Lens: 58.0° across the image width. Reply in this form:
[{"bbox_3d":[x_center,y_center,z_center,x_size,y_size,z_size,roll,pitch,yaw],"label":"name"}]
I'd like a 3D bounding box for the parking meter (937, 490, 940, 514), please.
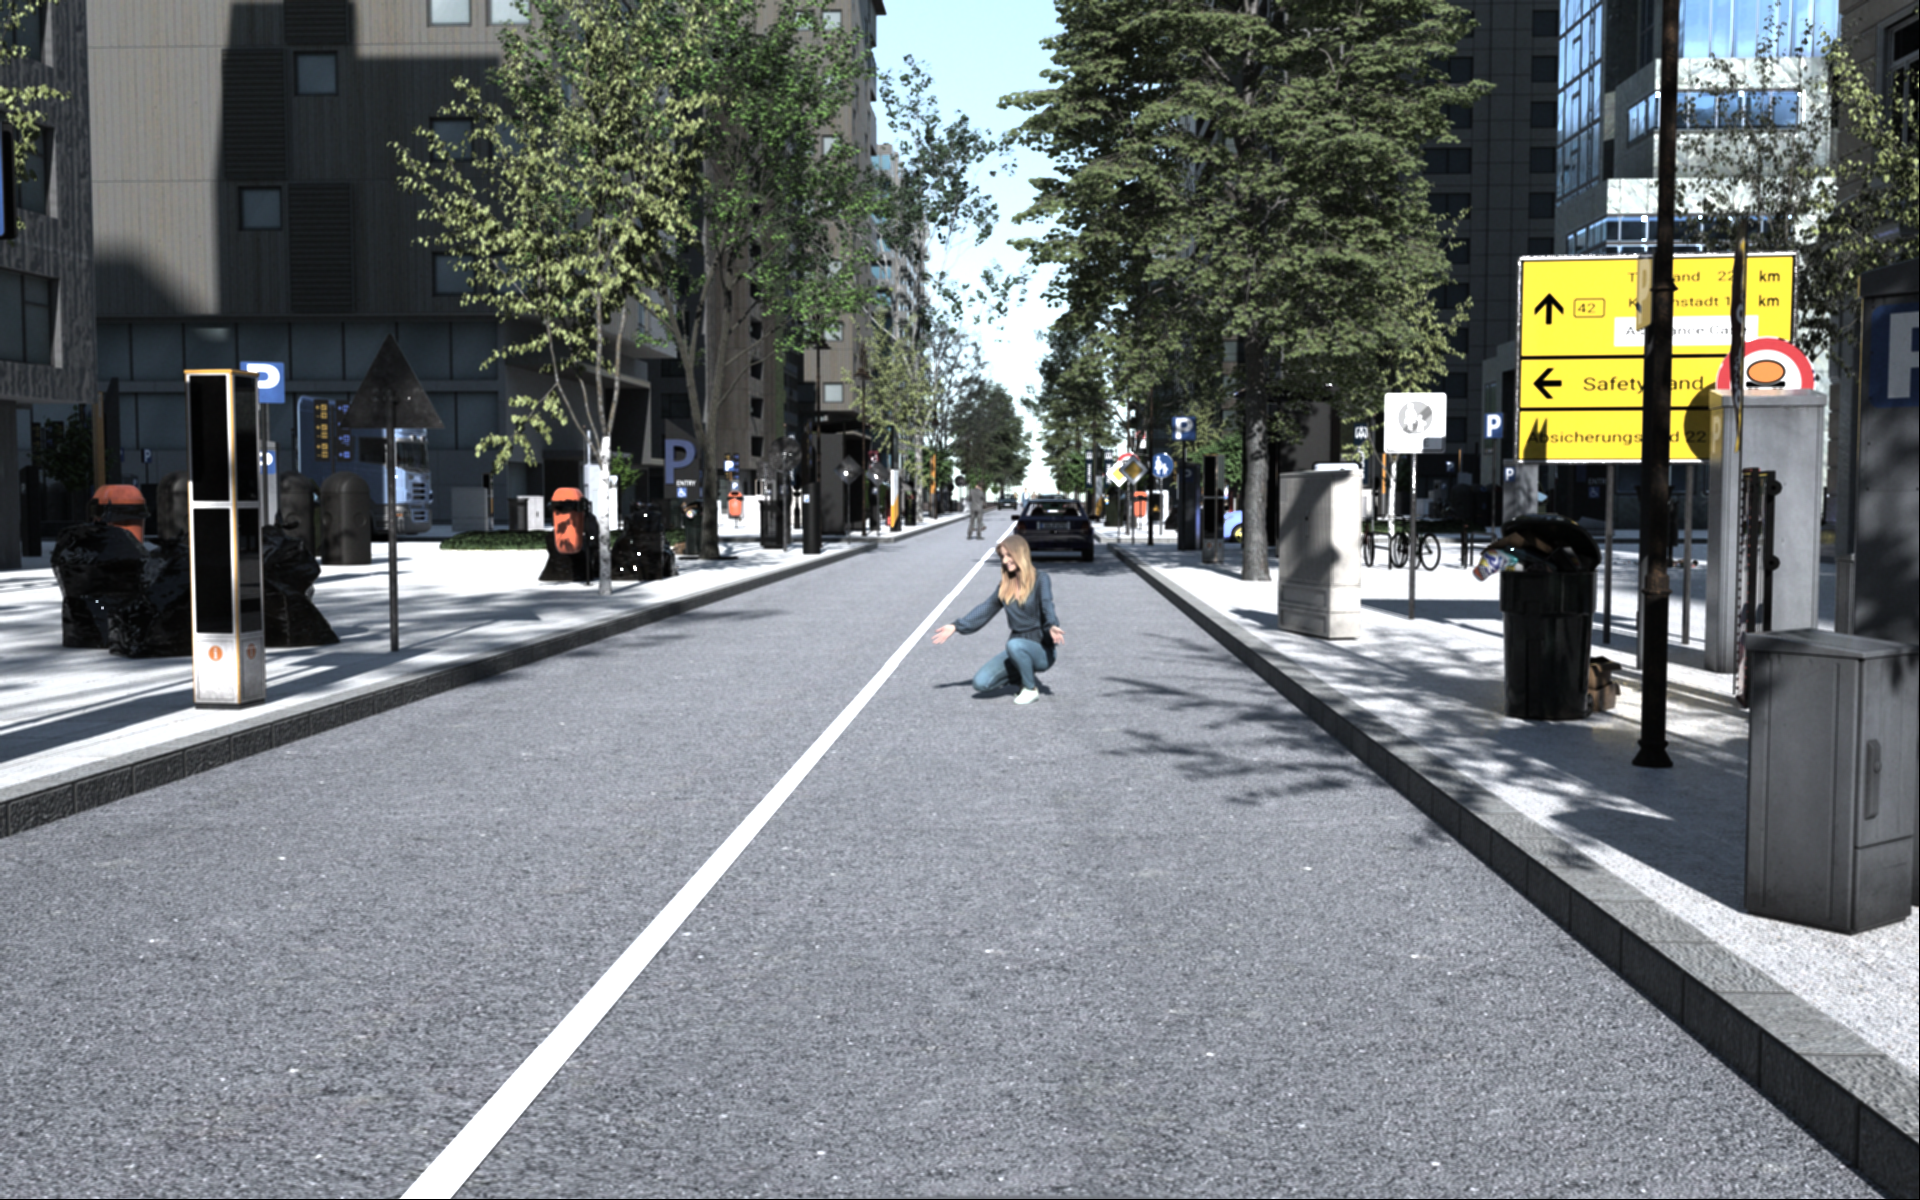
[{"bbox_3d":[-1.437,-6.146,108.900,0.372,1.533,0.369,0,3,0],"label":"parking meter"}]

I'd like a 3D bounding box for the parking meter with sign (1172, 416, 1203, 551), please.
[{"bbox_3d":[5.286,-2.657,39.708,0.543,3.016,1.738,1,4,18],"label":"parking meter with sign"}]

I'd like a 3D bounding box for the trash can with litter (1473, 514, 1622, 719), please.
[{"bbox_3d":[3.484,0.075,10.166,0.624,1.170,1.055,3,4,37],"label":"trash can with litter"}]

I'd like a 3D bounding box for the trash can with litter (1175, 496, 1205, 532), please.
[{"bbox_3d":[7.332,-2.656,54.815,1.055,1.170,0.624,2,4,23],"label":"trash can with litter"}]

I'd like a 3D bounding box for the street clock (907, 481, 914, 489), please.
[{"bbox_3d":[-2.714,-5.585,95.891,0.471,2.002,0.358,1,4,21],"label":"street clock"}]

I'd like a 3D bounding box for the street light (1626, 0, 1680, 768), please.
[{"bbox_3d":[3.277,-2.155,8.017,0.468,5.910,1.993,0,4,3],"label":"street light"}]

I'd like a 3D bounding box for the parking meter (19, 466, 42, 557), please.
[{"bbox_3d":[-19.122,-1.829,35.619,0.399,1.863,0.255,3,4,37],"label":"parking meter"}]

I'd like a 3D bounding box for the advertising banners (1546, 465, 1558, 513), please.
[{"bbox_3d":[17.581,-3.377,51.400,0.090,3.025,2.074,2,4,27],"label":"advertising banners"}]

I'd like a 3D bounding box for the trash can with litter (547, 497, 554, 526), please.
[{"bbox_3d":[-15.706,-3.481,68.309,1.055,1.170,0.624,-3,5,-44],"label":"trash can with litter"}]

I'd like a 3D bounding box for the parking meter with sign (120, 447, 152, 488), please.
[{"bbox_3d":[-32.000,-4.299,66.545,1.738,3.016,0.543,0,4,6],"label":"parking meter with sign"}]

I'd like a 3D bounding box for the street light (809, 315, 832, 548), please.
[{"bbox_3d":[-3.378,-4.196,41.394,0.468,5.910,1.993,0,4,3],"label":"street light"}]

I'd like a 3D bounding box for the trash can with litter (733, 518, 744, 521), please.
[{"bbox_3d":[-9.829,-4.343,82.061,2.233,1.210,1.678,-2,4,-26],"label":"trash can with litter"}]

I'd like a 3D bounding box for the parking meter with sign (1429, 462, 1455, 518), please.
[{"bbox_3d":[26.029,-5.966,93.808,0.543,3.016,1.738,-1,4,-19],"label":"parking meter with sign"}]

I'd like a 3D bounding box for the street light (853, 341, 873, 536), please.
[{"bbox_3d":[-2.916,-4.873,52.466,0.468,5.910,1.993,0,4,3],"label":"street light"}]

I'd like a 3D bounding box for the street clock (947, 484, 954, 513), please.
[{"bbox_3d":[-0.641,-7.089,120.481,0.358,2.002,0.471,3,5,45],"label":"street clock"}]

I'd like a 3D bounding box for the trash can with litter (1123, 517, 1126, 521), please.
[{"bbox_3d":[7.758,-4.391,83.182,0.624,1.170,1.055,-1,4,-22],"label":"trash can with litter"}]

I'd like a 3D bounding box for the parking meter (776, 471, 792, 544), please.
[{"bbox_3d":[-4.487,-2.358,44.270,0.399,1.863,0.255,0,4,-7],"label":"parking meter"}]

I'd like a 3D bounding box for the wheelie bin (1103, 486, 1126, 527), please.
[{"bbox_3d":[6.080,-3.664,67.818,0.693,1.594,0.980,3,5,40],"label":"wheelie bin"}]

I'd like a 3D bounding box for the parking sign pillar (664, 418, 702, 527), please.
[{"bbox_3d":[-9.832,-4.465,61.477,1.447,3.967,1.447,0,4,6],"label":"parking sign pillar"}]

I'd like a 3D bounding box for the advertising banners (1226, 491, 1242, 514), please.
[{"bbox_3d":[15.158,-6.145,96.652,0.090,3.025,2.074,-1,4,-22],"label":"advertising banners"}]

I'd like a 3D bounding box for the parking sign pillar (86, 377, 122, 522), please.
[{"bbox_3d":[-19.475,-3.117,39.432,1.447,3.967,1.447,-1,4,-14],"label":"parking sign pillar"}]

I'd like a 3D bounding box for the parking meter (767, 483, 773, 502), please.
[{"bbox_3d":[-10.030,-5.201,90.746,0.399,1.863,0.255,-1,4,-12],"label":"parking meter"}]

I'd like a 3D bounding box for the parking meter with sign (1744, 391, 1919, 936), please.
[{"bbox_3d":[3.197,-0.566,5.523,1.738,3.016,0.543,-2,4,-35],"label":"parking meter with sign"}]

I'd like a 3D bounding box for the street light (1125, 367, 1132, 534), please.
[{"bbox_3d":[5.373,-5.046,55.296,0.468,5.910,1.993,0,4,3],"label":"street light"}]

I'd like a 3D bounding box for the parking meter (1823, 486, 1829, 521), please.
[{"bbox_3d":[28.632,-2.974,57.032,0.372,1.533,0.369,0,3,0],"label":"parking meter"}]

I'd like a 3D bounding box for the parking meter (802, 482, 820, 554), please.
[{"bbox_3d":[-3.173,-1.749,36.999,0.372,1.533,0.369,0,3,0],"label":"parking meter"}]

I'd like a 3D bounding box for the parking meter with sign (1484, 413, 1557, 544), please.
[{"bbox_3d":[12.220,-2.532,37.656,1.738,3.016,0.543,-2,4,-28],"label":"parking meter with sign"}]

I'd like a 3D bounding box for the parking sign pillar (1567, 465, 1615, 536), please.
[{"bbox_3d":[19.377,-3.956,53.156,1.447,3.967,1.447,0,4,-4],"label":"parking sign pillar"}]

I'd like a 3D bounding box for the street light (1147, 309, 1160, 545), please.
[{"bbox_3d":[4.778,-4.310,43.254,0.468,5.910,1.993,0,4,3],"label":"street light"}]

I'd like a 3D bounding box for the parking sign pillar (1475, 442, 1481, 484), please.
[{"bbox_3d":[27.288,-6.271,91.007,1.447,3.967,1.447,1,4,18],"label":"parking sign pillar"}]

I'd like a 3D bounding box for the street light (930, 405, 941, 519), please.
[{"bbox_3d":[-1.214,-7.028,87.694,0.468,5.910,1.993,0,4,3],"label":"street light"}]

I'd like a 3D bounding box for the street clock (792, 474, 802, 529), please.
[{"bbox_3d":[-5.962,-3.596,63.372,0.471,2.002,0.358,1,4,16],"label":"street clock"}]

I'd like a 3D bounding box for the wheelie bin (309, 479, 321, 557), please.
[{"bbox_3d":[-13.361,-1.691,35.549,0.693,1.594,0.980,-3,4,-38],"label":"wheelie bin"}]

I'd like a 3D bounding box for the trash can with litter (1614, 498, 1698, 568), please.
[{"bbox_3d":[12.595,-1.216,30.931,1.678,1.210,2.233,1,4,20],"label":"trash can with litter"}]

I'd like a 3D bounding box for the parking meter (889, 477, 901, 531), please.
[{"bbox_3d":[-2.227,-3.286,59.429,0.399,1.863,0.255,0,4,8],"label":"parking meter"}]

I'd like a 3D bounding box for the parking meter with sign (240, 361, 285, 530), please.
[{"bbox_3d":[-9.490,-1.677,23.674,0.543,3.016,1.738,-1,4,-21],"label":"parking meter with sign"}]

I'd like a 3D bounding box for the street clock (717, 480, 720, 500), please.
[{"bbox_3d":[-12.285,-5.085,87.715,0.358,2.002,0.471,-1,4,-10],"label":"street clock"}]

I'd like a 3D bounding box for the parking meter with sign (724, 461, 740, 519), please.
[{"bbox_3d":[-11.775,-5.727,89.894,0.543,3.016,1.738,-1,4,-22],"label":"parking meter with sign"}]

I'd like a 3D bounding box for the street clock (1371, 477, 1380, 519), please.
[{"bbox_3d":[17.591,-4.210,73.409,0.358,2.002,0.471,2,4,33],"label":"street clock"}]

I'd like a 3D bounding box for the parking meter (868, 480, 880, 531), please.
[{"bbox_3d":[-3.003,-3.357,60.591,0.399,1.863,0.255,0,4,-1],"label":"parking meter"}]

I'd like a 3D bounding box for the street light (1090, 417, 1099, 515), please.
[{"bbox_3d":[7.011,-7.201,90.526,0.468,5.910,1.993,0,4,3],"label":"street light"}]

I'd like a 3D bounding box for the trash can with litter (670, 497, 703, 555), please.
[{"bbox_3d":[-5.724,-1.533,36.447,0.624,1.170,1.055,-3,5,-41],"label":"trash can with litter"}]

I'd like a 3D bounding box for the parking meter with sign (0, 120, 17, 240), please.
[{"bbox_3d":[-4.839,-0.680,7.380,0.543,3.016,1.738,1,4,10],"label":"parking meter with sign"}]

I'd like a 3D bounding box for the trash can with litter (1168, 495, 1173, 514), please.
[{"bbox_3d":[14.299,-6.830,122.734,1.678,1.210,2.233,2,4,33],"label":"trash can with litter"}]

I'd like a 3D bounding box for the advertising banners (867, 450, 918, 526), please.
[{"bbox_3d":[-2.707,-4.479,69.414,2.074,3.025,0.090,-1,4,-12],"label":"advertising banners"}]

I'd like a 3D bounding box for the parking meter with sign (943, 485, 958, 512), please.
[{"bbox_3d":[-1.010,-7.877,125.047,1.738,3.016,0.543,-2,4,-34],"label":"parking meter with sign"}]

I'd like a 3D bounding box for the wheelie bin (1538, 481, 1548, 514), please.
[{"bbox_3d":[13.478,-2.026,41.035,0.693,1.594,0.980,-2,4,-35],"label":"wheelie bin"}]

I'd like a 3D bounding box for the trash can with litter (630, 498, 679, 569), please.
[{"bbox_3d":[-5.662,-1.094,28.952,2.233,1.210,1.678,-1,4,-23],"label":"trash can with litter"}]

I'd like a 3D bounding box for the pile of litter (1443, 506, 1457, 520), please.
[{"bbox_3d":[17.641,-2.898,61.341,1.719,0.858,1.176,-3,5,-44],"label":"pile of litter"}]

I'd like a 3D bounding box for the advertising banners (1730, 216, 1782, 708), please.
[{"bbox_3d":[4.783,-0.873,10.468,0.090,3.025,2.074,1,4,18],"label":"advertising banners"}]

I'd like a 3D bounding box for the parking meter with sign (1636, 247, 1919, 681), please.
[{"bbox_3d":[5.780,-0.987,12.392,1.738,3.016,0.543,1,4,10],"label":"parking meter with sign"}]

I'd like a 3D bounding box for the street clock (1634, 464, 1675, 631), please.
[{"bbox_3d":[6.469,-0.709,16.158,0.471,2.002,0.358,-2,4,-34],"label":"street clock"}]

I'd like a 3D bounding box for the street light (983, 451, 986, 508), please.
[{"bbox_3d":[2.294,-11.712,164.271,0.468,5.910,1.993,0,4,3],"label":"street light"}]

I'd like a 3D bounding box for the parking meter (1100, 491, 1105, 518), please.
[{"bbox_3d":[7.567,-5.157,92.729,0.372,1.533,0.369,0,3,0],"label":"parking meter"}]
